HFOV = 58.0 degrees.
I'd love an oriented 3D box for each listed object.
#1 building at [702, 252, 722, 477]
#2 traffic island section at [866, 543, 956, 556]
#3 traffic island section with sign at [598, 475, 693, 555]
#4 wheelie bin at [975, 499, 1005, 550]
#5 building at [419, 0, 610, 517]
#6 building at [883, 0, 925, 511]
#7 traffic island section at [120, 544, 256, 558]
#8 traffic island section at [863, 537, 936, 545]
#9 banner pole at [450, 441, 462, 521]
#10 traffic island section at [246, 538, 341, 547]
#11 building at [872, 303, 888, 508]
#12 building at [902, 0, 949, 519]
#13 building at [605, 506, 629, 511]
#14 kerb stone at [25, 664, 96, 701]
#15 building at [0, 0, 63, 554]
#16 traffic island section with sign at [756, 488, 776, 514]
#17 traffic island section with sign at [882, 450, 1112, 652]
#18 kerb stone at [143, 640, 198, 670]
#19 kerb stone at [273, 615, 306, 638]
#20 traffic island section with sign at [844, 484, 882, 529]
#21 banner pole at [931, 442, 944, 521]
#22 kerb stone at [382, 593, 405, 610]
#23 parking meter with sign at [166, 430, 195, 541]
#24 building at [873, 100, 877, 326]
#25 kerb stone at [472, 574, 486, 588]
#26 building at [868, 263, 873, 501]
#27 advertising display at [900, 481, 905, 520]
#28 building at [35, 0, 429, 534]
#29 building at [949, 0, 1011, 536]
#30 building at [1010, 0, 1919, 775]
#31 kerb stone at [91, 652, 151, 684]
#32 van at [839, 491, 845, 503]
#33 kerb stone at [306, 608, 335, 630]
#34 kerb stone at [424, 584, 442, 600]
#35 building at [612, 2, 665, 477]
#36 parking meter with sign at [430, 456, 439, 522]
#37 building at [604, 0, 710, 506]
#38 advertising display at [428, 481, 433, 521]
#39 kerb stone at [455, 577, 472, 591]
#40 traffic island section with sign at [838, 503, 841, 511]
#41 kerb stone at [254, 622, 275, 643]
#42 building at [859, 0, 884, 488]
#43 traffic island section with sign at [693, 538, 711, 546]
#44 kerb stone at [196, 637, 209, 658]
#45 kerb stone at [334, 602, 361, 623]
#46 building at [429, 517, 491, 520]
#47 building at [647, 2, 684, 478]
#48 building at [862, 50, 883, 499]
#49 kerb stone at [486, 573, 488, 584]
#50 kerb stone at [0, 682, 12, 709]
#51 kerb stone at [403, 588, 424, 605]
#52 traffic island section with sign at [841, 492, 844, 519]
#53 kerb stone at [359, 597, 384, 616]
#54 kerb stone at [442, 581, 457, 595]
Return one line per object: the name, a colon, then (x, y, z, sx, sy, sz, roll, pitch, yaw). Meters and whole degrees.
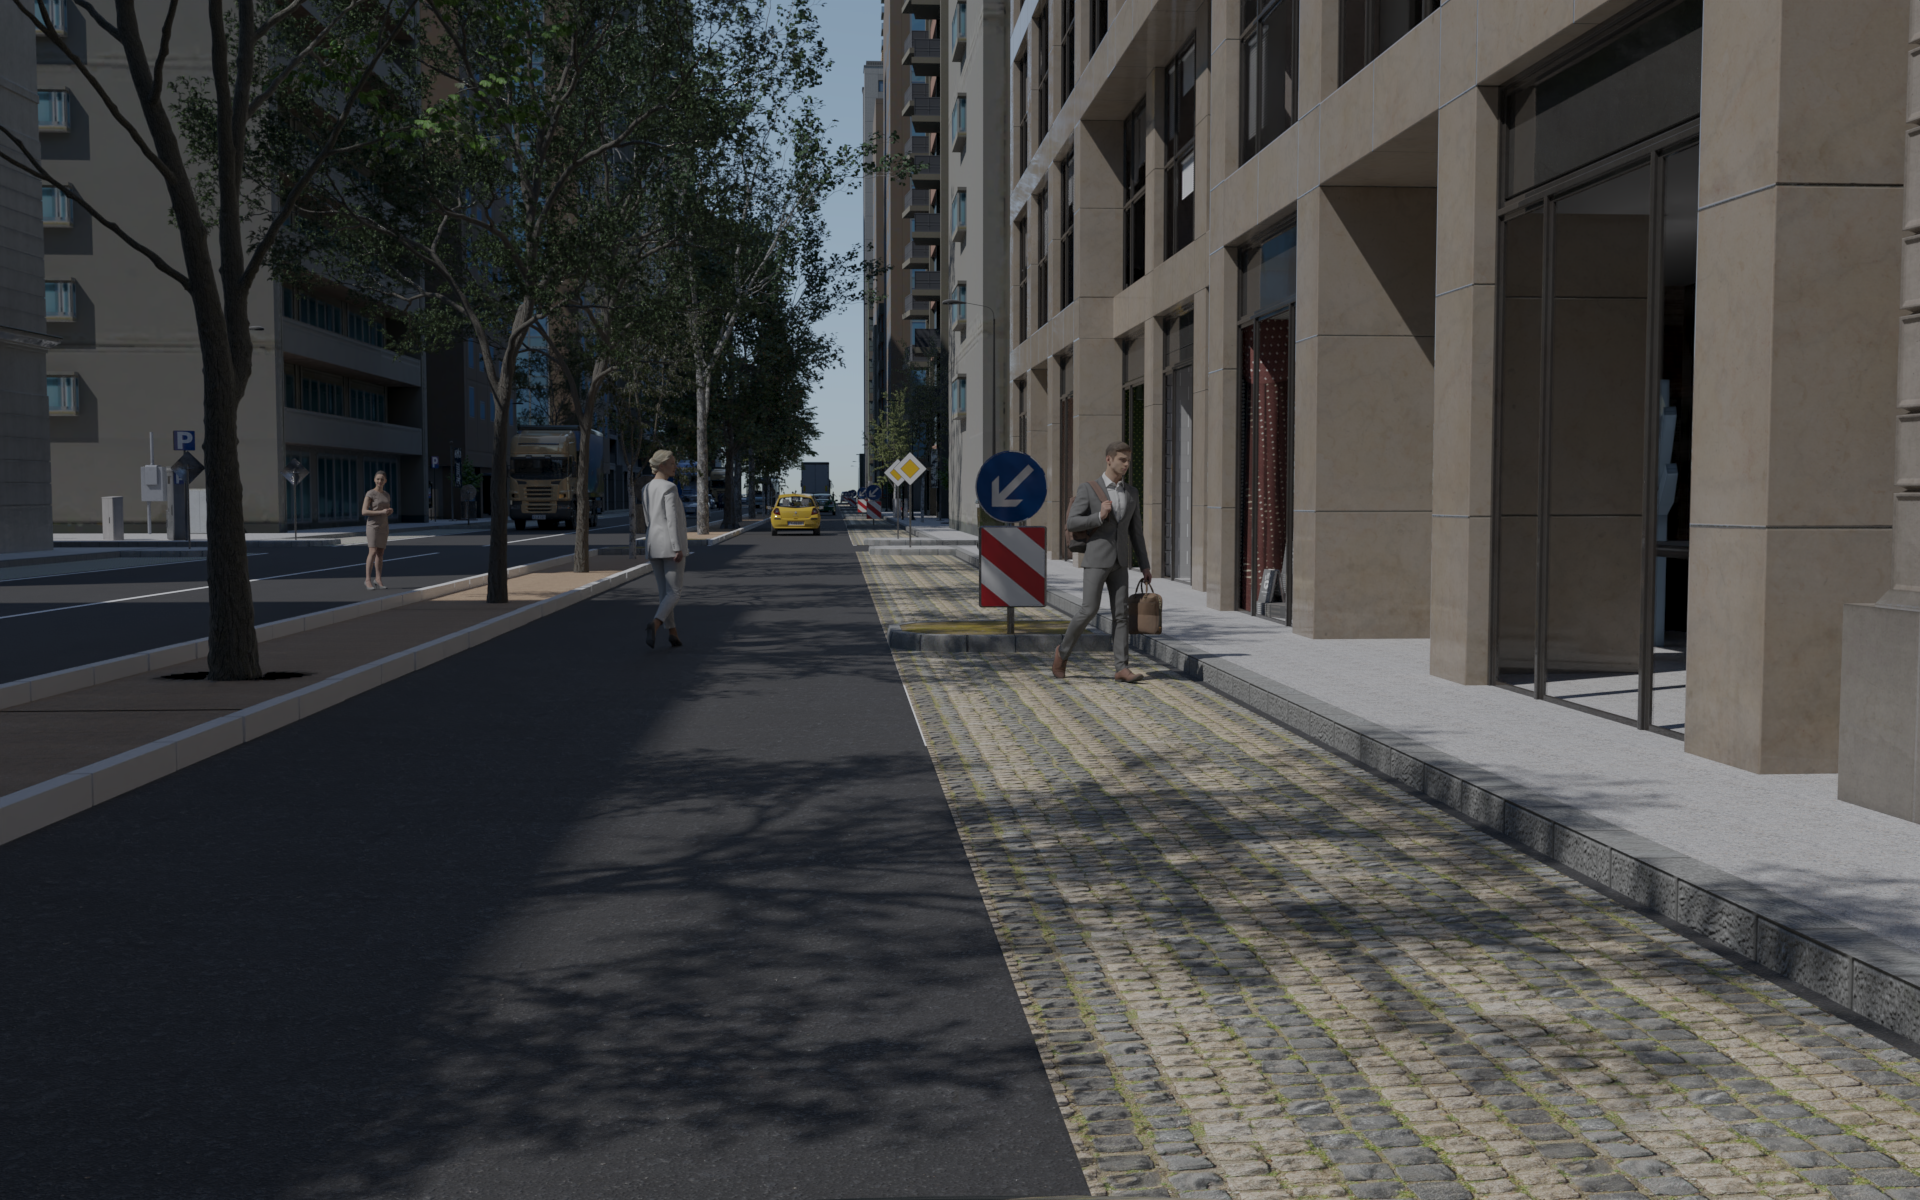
building: (-43.982, -37.583, 264.584, 14.600, 45.320, 14.200, 0, 4, -4)
traffic island section: (-1.172, -1.179, 41.562, 2.009, 0.180, 2.903, 0, 4, -4)
traffic island section with sign: (-7.536, -2.031, 41.342, 2.006, 1.907, 1.989, 0, 4, -4)
wheelie bin: (0.709, -1.886, 38.750, 0.693, 1.594, 0.980, 0, 4, -7)
building: (-31.254, -28.391, 114.305, 14.600, 45.320, 14.200, 0, 4, -4)
building: (0.542, -30.529, 149.259, 14.600, 45.320, 14.200, 0, 4, -4)
traffic island section: (-17.970, -1.105, 40.353, 2.009, 0.180, 2.903, 0, 4, -4)
traffic island section: (-1.750, -1.666, 49.527, 2.009, 0.180, 2.903, 0, 4, -4)
banner pole: (-23.881, -5.628, 82.031, 0.401, 3.779, 0.863, 2, 4, 31)
traffic island section: (-18.548, -1.592, 48.317, 2.009, 0.180, 2.903, 0, 4, -4)
building: (5.430, -20.008, 172.174, 27.650, 21.520, 28.899, 0, 4, -4)
building: (8.002, -27.135, 98.289, 22.147, 44.769, 28.867, 0, 4, -4)
building: (-39.133, -43.678, 152.386, 20.563, 71.187, 20.611, 0, 4, -4)
kerb stone: (-6.474, 0.602, 12.390, 0.120, 0.150, 1.000, 0, 4, -4)
building: (-41.544, -15.468, 29.318, 44.131, 29.872, 17.030, 0, 4, -4)
traffic island section with sign: (-13.509, -7.066, 123.672, 2.006, 1.907, 1.989, 0, 4, -4)
traffic island section with sign: (0.310, -0.483, 16.520, 1.989, 1.847, 2.006, 0, 4, -4)
kerb stone: (-6.619, 0.474, 14.439, 0.120, 0.150, 1.000, 0, 4, -4)
kerb stone: (-6.843, 0.287, 17.497, 0.120, 0.150, 1.000, 0, 4, -4)
traffic island section with sign: (-3.707, -3.872, 71.936, 1.989, 1.847, 2.006, 0, 4, -4)
banner pole: (-1.124, -5.736, 83.805, 0.863, 3.779, 0.401, 3, 5, 43)
kerb stone: (-7.134, 0.038, 21.579, 0.120, 0.150, 1.000, 0, 4, -4)
parking meter with sign: (-21.771, -3.179, 48.237, 0.543, 3.016, 1.738, -3, 4, -37)
building: (-2.578, -33.190, 192.760, 14.600, 45.320, 14.200, 0, 4, -4)
kerb stone: (-7.503, -0.274, 26.682, 0.120, 0.150, 1.000, 0, 4, -4)
building: (-4.539, -27.250, 217.235, 14.160, 30.474, 14.107, 0, 4, -4)
advertising display: (-2.866, -4.958, 86.283, 0.123, 1.923, 0.974, 0, 4, -7)
building: (-33.606, -26.975, 64.742, 21.300, 48.544, 21.600, 0, 4, -4)
building: (10.365, -26.710, 60.417, 21.600, 48.544, 21.300, 0, 4, -4)
building: (11.999, -13.469, 24.726, 19.350, 26.468, 34.151, 0, 4, -4)
kerb stone: (-6.548, 0.540, 13.410, 0.120, 0.150, 1.000, 0, 4, -4)
van: (-17.558, -15.826, 265.769, 2.013, 2.044, 4.112, 0, 4, -5)
kerb stone: (-6.913, 0.225, 18.517, 0.120, 0.150, 1.000, 0, 4, -4)
kerb stone: (-7.278, -0.087, 23.619, 0.120, 0.150, 1.000, 0, 4, -4)
building: (-44.812, -35.943, 176.905, 28.713, 52.752, 27.495, 0, 4, -4)
parking meter with sign: (-25.069, -5.142, 80.336, 1.738, 3.016, 0.543, 1, 4, 18)
building: (-45.956, -49.406, 246.034, 20.563, 71.187, 20.611, 0, 4, -4)
advertising display: (-25.976, -4.804, 83.758, 0.974, 1.923, 0.123, 1, 4, 12)
kerb stone: (-7.435, -0.210, 25.658, 0.120, 0.150, 1.000, 0, 4, -4)
traffic island section with sign: (-9.328, -8.604, 149.297, 1.989, 1.847, 2.006, 0, 4, -4)
kerb stone: (-6.766, 0.350, 16.478, 0.120, 0.150, 1.000, 0, 4, -4)
building: (-4.388, -58.391, 267.359, 22.319, 86.520, 31.000, 0, 4, -4)
traffic island section with sign: (-8.062, -2.483, 48.730, 2.006, 1.907, 1.989, 0, 4, -4)
kerb stone: (-6.684, 0.412, 15.459, 0.120, 0.150, 1.000, 0, 4, -4)
kerb stone: (-6.985, 0.162, 19.540, 0.120, 0.150, 1.000, 0, 4, -4)
building: (-32.131, -27.028, 92.025, 14.600, 45.320, 14.200, 0, 4, -4)
building: (-44.997, -55.438, 219.090, 22.319, 86.520, 31.000, 0, 4, -4)
building: (-2.770, -42.571, 238.027, 21.231, 58.520, 28.212, 0, 4, -4)
kerb stone: (-7.577, -0.337, 27.702, 0.120, 0.150, 1.000, 0, 4, -4)
kerb stone: (-6.396, 0.666, 11.365, 0.120, 0.150, 1.000, 0, 4, -4)
kerb stone: (-7.205, -0.024, 22.599, 0.120, 0.150, 1.000, 0, 4, -4)
traffic island section with sign: (-5.661, -5.516, 98.821, 1.989, 1.847, 2.006, 0, 4, -4)
kerb stone: (-7.063, 0.100, 20.560, 0.120, 0.150, 1.000, 0, 4, -4)
kerb stone: (-7.362, -0.145, 24.639, 0.120, 0.150, 1.000, 0, 4, -4)
